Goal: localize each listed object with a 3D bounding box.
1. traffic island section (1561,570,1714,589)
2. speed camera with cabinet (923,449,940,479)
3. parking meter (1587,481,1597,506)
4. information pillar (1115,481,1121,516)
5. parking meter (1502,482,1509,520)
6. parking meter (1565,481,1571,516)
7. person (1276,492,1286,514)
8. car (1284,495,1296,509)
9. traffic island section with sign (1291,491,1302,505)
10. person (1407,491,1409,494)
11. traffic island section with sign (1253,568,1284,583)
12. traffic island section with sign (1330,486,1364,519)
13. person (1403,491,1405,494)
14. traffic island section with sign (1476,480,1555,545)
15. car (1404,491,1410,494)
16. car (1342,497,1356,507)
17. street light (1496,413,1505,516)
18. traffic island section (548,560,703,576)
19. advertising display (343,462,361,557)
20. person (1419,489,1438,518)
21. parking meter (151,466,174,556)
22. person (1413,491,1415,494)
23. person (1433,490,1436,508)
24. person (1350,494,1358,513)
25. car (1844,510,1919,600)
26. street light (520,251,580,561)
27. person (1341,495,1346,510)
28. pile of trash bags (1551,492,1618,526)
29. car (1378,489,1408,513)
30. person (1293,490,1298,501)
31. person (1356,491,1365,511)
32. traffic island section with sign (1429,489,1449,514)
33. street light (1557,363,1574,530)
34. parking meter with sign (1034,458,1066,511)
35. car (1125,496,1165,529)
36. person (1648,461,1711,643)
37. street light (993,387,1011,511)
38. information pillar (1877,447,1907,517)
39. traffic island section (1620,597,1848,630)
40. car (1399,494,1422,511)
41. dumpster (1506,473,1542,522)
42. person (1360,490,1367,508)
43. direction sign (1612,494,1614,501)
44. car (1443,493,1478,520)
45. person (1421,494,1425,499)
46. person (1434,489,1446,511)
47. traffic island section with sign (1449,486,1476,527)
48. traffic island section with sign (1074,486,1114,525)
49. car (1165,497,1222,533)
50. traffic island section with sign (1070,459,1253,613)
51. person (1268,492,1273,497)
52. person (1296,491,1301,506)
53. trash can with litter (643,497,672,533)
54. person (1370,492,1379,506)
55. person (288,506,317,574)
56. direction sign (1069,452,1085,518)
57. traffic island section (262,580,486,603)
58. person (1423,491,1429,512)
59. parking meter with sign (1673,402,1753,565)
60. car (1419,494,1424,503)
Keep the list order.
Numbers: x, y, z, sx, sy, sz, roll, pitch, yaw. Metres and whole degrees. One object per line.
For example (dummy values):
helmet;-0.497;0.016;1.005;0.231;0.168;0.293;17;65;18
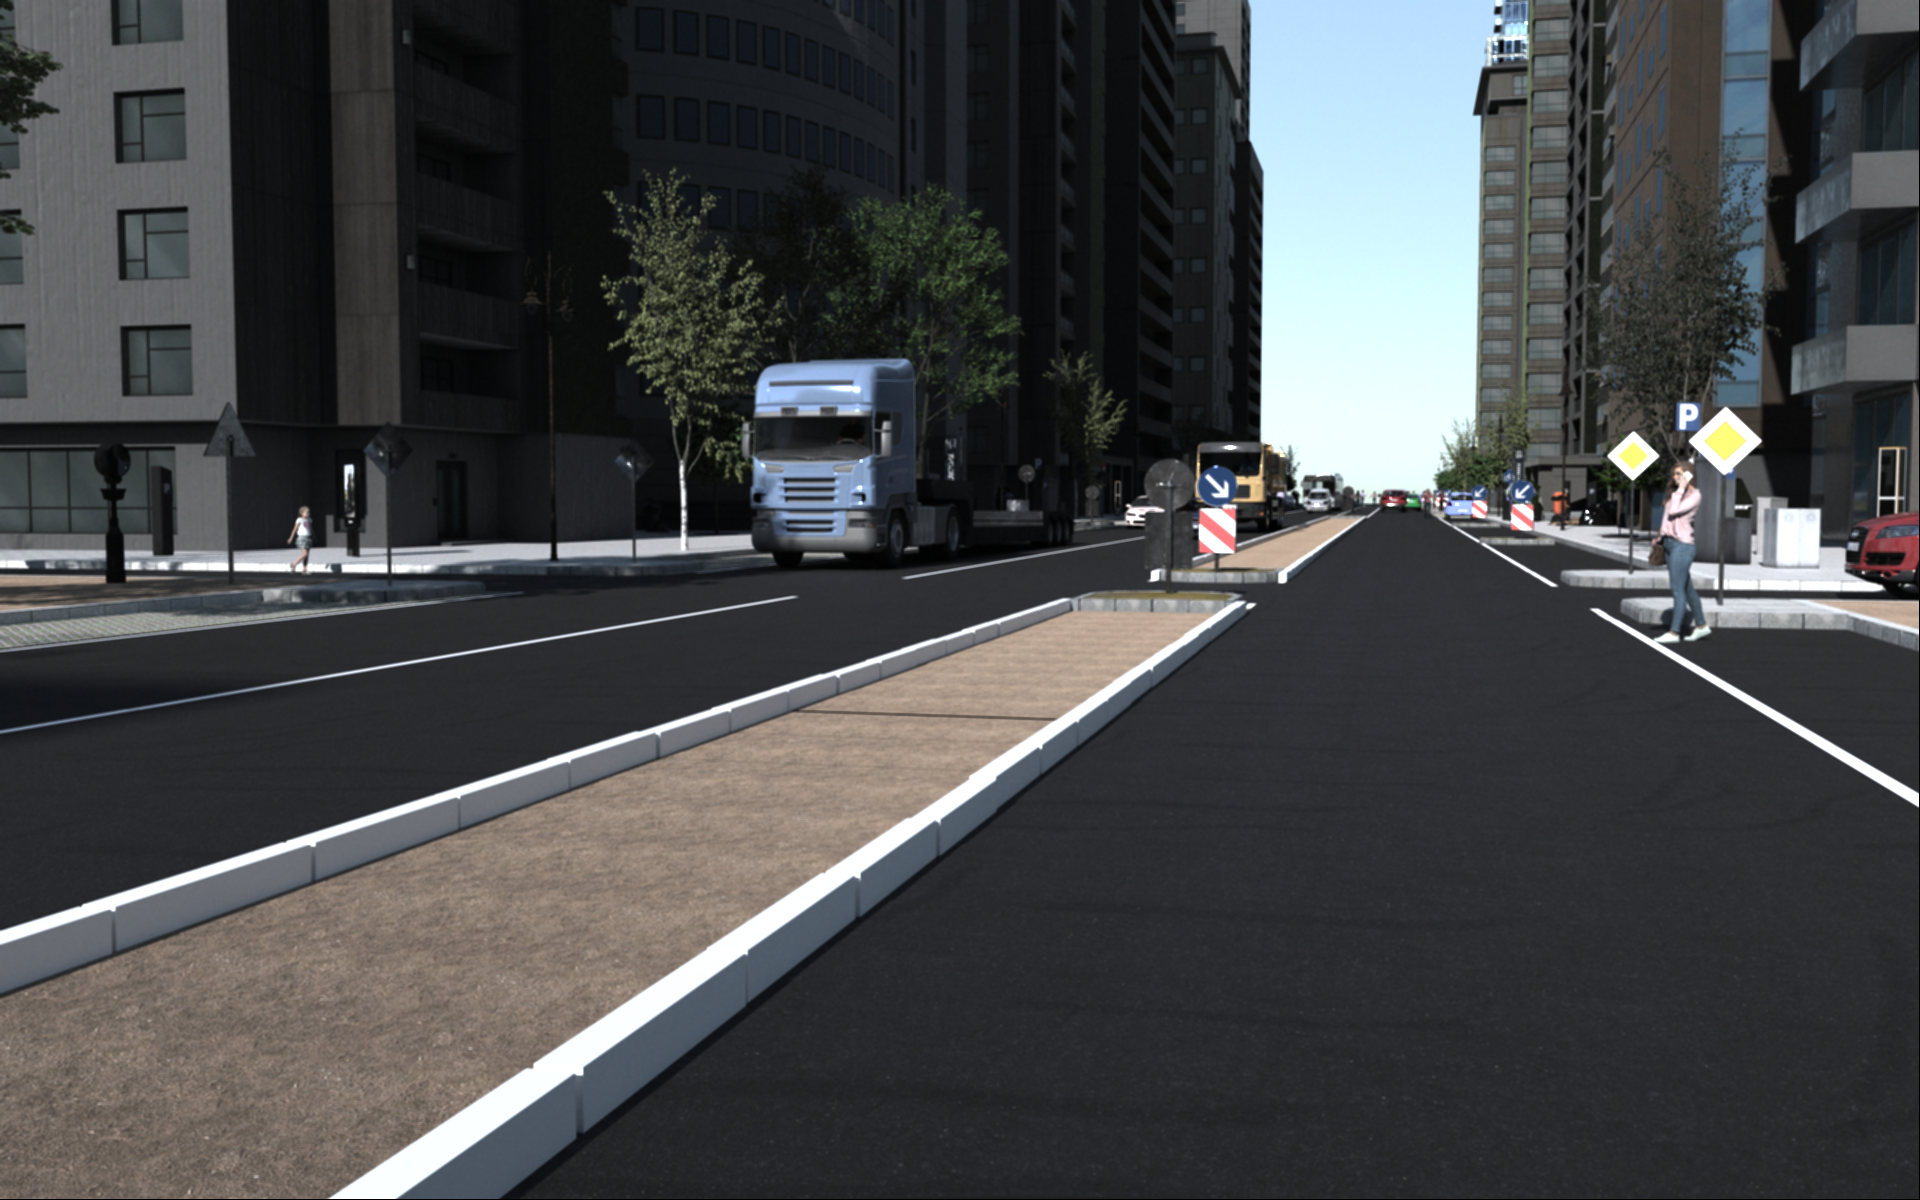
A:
traffic island section;10.740;-0.331;27.698;2.009;0.180;2.903;1;4;14
speed camera with cabinet;-0.980;-4.919;74.761;0.660;3.252;2.038;-1;4;-22
parking meter;27.482;-4.258;75.334;0.399;1.863;0.255;2;4;28
information pillar;9.129;-5.855;100.215;0.304;2.012;0.304;0;4;3
parking meter;26.704;-4.833;84.733;0.255;1.863;0.399;1;4;9
parking meter;26.335;-4.253;75.253;0.255;1.863;0.399;2;4;34
person;22.902;-7.037;123.430;0.709;1.838;0.599;2;4;26
car;30.715;-9.248;163.564;2.083;1.381;4.827;1;4;13
traffic island section with sign;45.317;-13.835;234.822;1.989;1.847;2.006;1;4;14
person;47.902;-10.733;184.770;0.721;1.735;1.217;2;4;29
traffic island section with sign;4.368;-1.273;28.956;2.006;1.907;1.989;1;4;14
traffic island section with sign;22.790;-5.729;101.810;2.006;1.907;1.989;1;4;14
person;44.385;-10.044;173.277;0.990;1.755;0.434;2;4;34
traffic island section with sign;16.057;-2.529;49.979;1.989;1.847;2.006;1;4;14
car;51.836;-11.862;202.608;2.281;1.827;5.304;1;4;16
car;42.745;-11.088;191.083;2.009;1.686;4.222;1;4;16
street light;30.893;-7.727;99.127;0.468;5.910;1.993;1;4;14
traffic island section;-6.024;-0.590;31.929;2.009;0.180;2.903;1;4;14
advertising display;-12.492;-1.859;35.604;0.123;1.923;0.974;-2;4;-32
person;28.201;-5.819;104.365;1.217;1.743;0.721;1;4;14
parking meter;-16.623;-1.859;36.103;0.255;1.863;0.399;1;4;12
person;43.887;-9.687;167.402;1.217;1.766;0.721;3;5;44
person;47.667;-10.109;173.798;0.705;1.823;1.348;1;4;14
person;30.344;-7.637;134.066;1.217;1.736;0.721;-2;4;-24
car;14.332;-0.832;22.271;5.304;1.827;2.281;1;4;13
street light;-7.797;-3.688;33.089;0.468;5.910;1.993;1;4;14
person;33.756;-8.857;153.834;1.217;1.766;0.721;0;4;6
pile of trash bags;25.435;-3.652;69.464;3.447;1.369;1.912;0;4;-2
car;33.993;-7.783;135.924;2.281;1.827;5.304;1;4;13
person;34.048;-10.263;176.311;0.705;1.822;1.348;3;5;45
person;34.160;-8.518;148.493;1.217;1.735;0.721;3;4;39
traffic island section with sign;34.988;-7.104;124.785;1.989;1.847;2.006;1;4;14
street light;21.412;-5.417;61.353;0.468;5.910;1.993;1;4;14
parking meter with sign;4.422;-5.400;84.543;1.738;3.016;0.543;-3;5;-44
car;8.032;-3.669;72.357;2.083;1.381;4.827;1;4;13
person;7.026;-0.470;16.776;0.643;1.750;0.593;0;4;1
street light;1.719;-5.976;70.490;0.468;5.910;1.993;1;4;14
information pillar;14.620;-1.389;27.203;0.304;2.012;0.304;-3;5;-40
traffic island section;8.781;0.142;19.956;2.009;0.180;2.903;1;4;14
car;37.597;-8.311;144.673;1.959;1.807;4.718;1;4;13
dumpster;26.484;-4.822;81.332;1.502;2.255;1.985;1;4;14
person;41.228;-10.313;176.988;0.599;1.838;0.709;-1;4;-11
direction sign;27.628;-4.971;73.281;0.379;3.537;0.876;1;4;22
car;28.381;-5.416;98.145;1.945;1.707;3.694;1;4;13
person;60.150;-13.156;223.685;1.350;1.814;0.705;2;4;33
person;39.992;-8.286;143.912;0.705;1.831;1.348;-2;4;-33
traffic island section with sign;22.674;-4.127;76.112;1.989;1.847;2.006;1;4;14
traffic island section with sign;6.043;-4.340;79.591;1.989;1.847;2.006;1;4;14
car;7.601;-2.633;55.636;1.945;1.354;3.894;1;4;13
traffic island section with sign;2.542;-0.834;21.777;2.006;1.907;1.989;1;4;14
person;18.848;-5.852;104.961;0.721;1.735;1.217;3;5;43
person;42.072;-12.693;216.112;1.350;1.814;0.705;-2;4;-33
trash can with litter;-10.108;-2.854;58.047;1.055;1.170;0.624;2;4;32
person;50.082;-12.241;209.349;1.217;1.736;0.721;0;4;-2
person;-11.768;-1.073;31.052;0.382;1.210;0.505;1;4;19
direction sign;6.268;-6.165;92.799;0.876;3.537;0.379;0;4;-8
traffic island section;-7.982;-0.117;24.187;2.009;0.180;2.903;1;4;14
person;37.668;-7.989;139.921;0.445;1.727;0.742;1;4;17
parking meter with sign;14.036;-2.199;32.219;0.543;3.016;1.738;-1;4;-15
car;65.528;-14.369;244.519;1.945;1.707;3.694;1;4;15
